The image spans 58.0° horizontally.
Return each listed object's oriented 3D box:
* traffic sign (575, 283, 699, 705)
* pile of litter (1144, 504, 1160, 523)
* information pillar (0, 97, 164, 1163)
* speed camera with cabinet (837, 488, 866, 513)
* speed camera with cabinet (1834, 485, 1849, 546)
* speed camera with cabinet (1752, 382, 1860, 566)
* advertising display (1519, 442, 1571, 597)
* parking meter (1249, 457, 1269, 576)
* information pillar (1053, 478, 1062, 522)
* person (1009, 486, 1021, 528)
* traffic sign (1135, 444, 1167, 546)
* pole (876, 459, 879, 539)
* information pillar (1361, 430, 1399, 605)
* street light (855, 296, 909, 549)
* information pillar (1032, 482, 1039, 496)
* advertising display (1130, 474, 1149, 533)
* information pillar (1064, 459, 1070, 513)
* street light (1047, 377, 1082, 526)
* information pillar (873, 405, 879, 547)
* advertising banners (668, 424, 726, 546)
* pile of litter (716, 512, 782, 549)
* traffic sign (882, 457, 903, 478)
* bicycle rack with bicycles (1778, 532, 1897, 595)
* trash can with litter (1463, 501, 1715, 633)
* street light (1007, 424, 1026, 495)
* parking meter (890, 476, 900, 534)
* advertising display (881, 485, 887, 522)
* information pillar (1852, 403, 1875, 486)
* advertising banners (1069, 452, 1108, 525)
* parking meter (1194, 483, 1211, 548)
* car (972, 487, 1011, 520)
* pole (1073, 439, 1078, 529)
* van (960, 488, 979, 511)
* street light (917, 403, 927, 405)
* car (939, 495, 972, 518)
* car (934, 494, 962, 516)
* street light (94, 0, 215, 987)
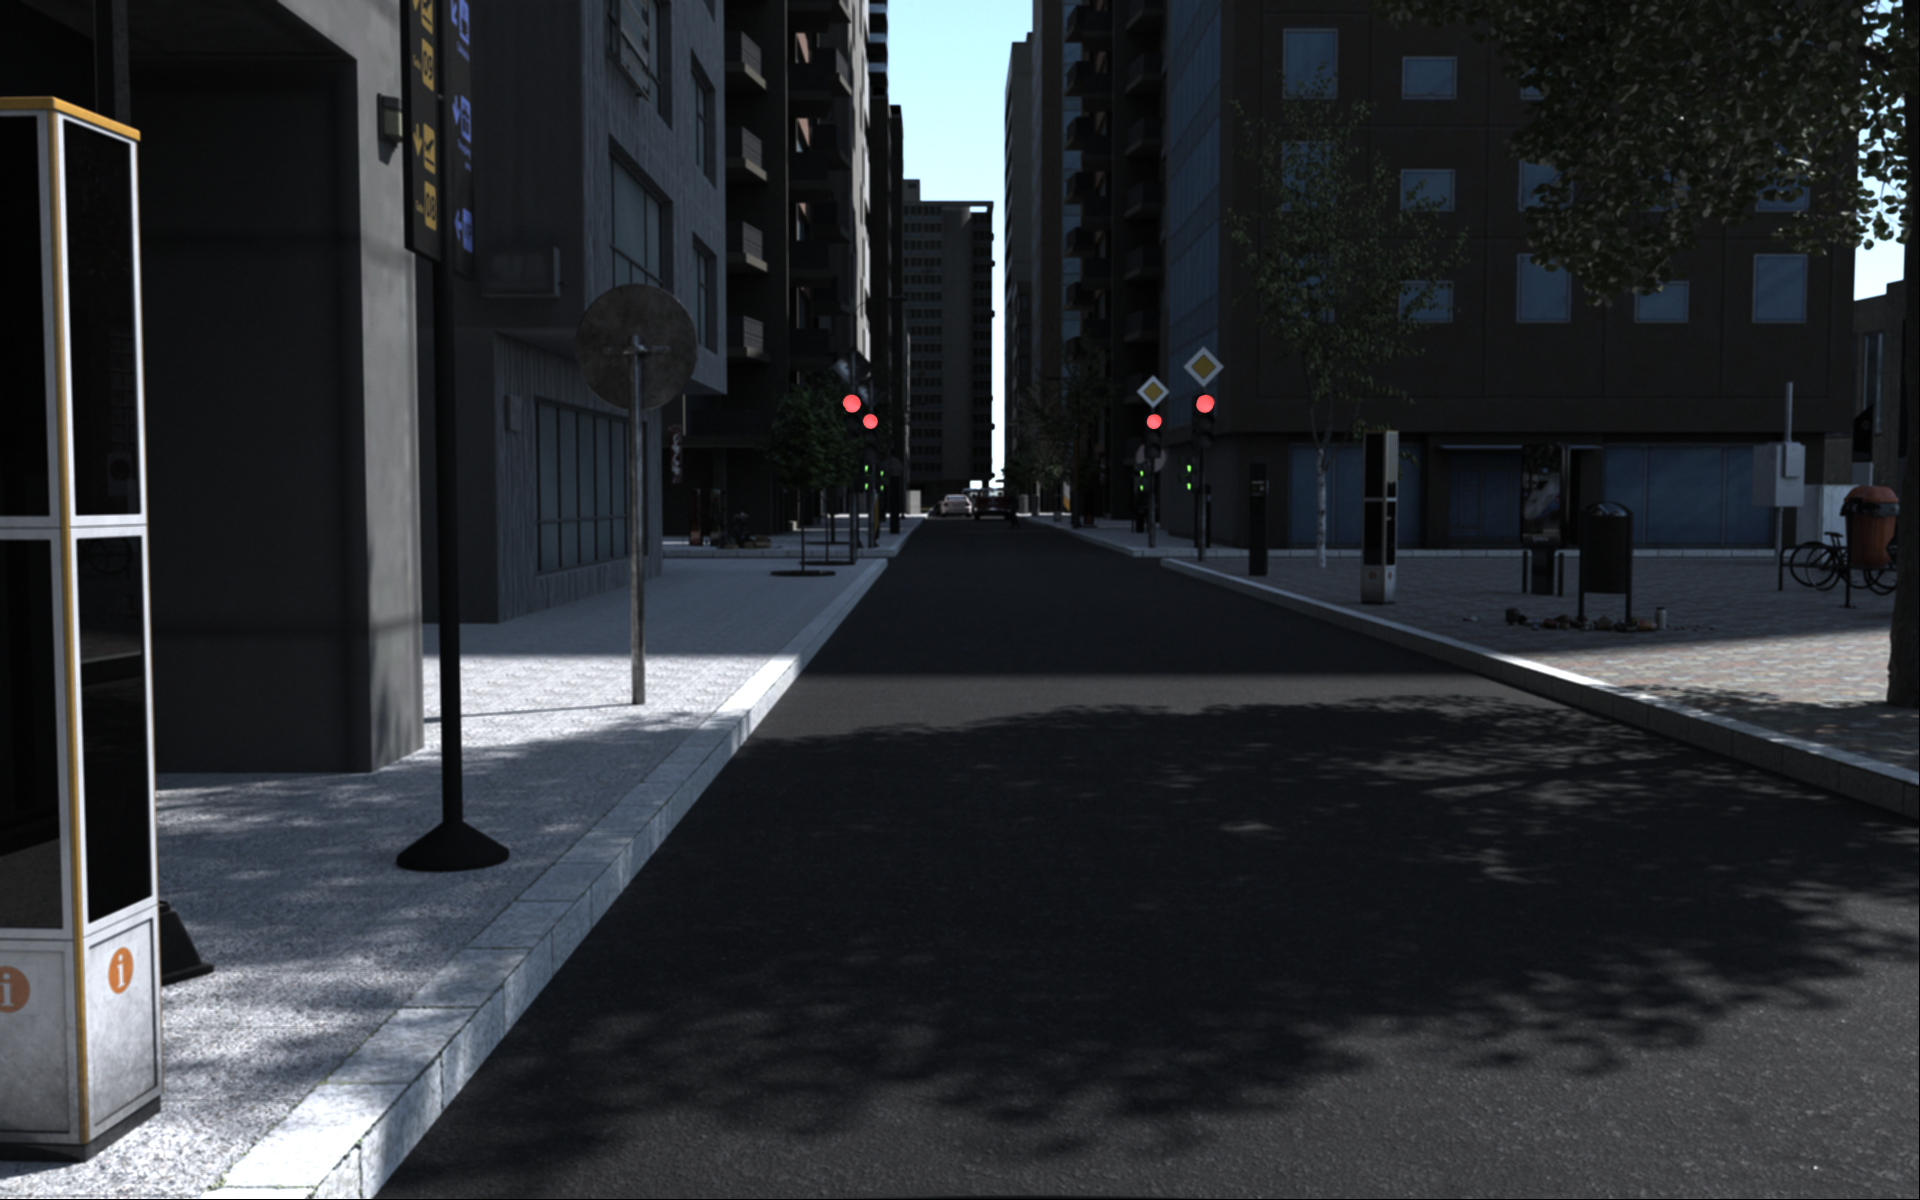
[{"bbox_3d":[-1.964,-0.636,10.501,0.768,2.556,0.104,0,4,7],"label":"traffic sign"},{"bbox_3d":[8.791,-3.924,78.127,1.719,0.858,1.176,2,4,35],"label":"pile of litter"},{"bbox_3d":[-1.812,0.066,3.410,0.304,2.012,0.304,0,4,3],"label":"information pillar"},{"bbox_3d":[-7.336,-7.450,116.143,2.038,3.252,0.660,1,4,10],"label":"speed camera with cabinet"},{"bbox_3d":[22.431,-2.908,41.878,2.038,3.252,0.660,0,4,4],"label":"speed camera with cabinet"},{"bbox_3d":[15.262,-2.255,31.203,2.038,3.252,0.660,-1,4,-21],"label":"speed camera with cabinet"},{"bbox_3d":[7.431,-1.029,22.045,0.123,1.923,0.974,-1,4,-12],"label":"advertising display"},{"bbox_3d":[4.697,-1.315,27.213,0.255,1.863,0.399,1,4,17],"label":"parking meter"},{"bbox_3d":[4.552,-4.663,80.728,0.304,2.012,0.304,-1,4,-20],"label":"information pillar"},{"bbox_3d":[2.283,-3.885,72.445,0.534,1.772,0.576,0,4,-4],"label":"person"},{"bbox_3d":[4.655,-2.583,42.340,0.768,2.556,0.104,0,4,1],"label":"traffic sign"},{"bbox_3d":[-2.414,-3.384,49.177,0.158,3.312,0.155,0,3,0],"label":"pole"},{"bbox_3d":[4.874,-0.956,20.123,0.304,2.012,0.304,3,5,41],"label":"information pillar"},{"bbox_3d":[-1.901,-4.173,40.774,1.470,5.913,1.316,0,4,0],"label":"street light"},{"bbox_3d":[4.577,-6.147,104.988,0.304,2.012,0.304,2,4,28],"label":"information pillar"},{"bbox_3d":[5.965,-3.187,57.315,0.123,1.923,0.974,3,5,40],"label":"advertising display"},{"bbox_3d":[7.066,-7.545,114.707,0.183,3.616,0.504,-3,5,-41],"label":"information pillar"},{"bbox_3d":[4.156,-5.874,68.585,1.470,5.913,1.316,0,4,0],"label":"street light"},{"bbox_3d":[-2.079,-3.094,41.946,0.183,3.616,0.504,1,4,11],"label":"information pillar"},{"bbox_3d":[-6.520,-2.851,42.809,2.074,3.025,0.090,3,5,40],"label":"advertising banners"},{"bbox_3d":[-4.972,-1.641,40.802,1.719,0.858,1.176,-2,4,-24],"label":"pile of litter"},{"bbox_3d":[-2.347,-3.639,59.601,0.768,2.556,0.104,0,4,0],"label":"traffic sign"},{"bbox_3d":[12.131,-0.575,22.789,2.852,0.926,2.925,-2,4,-25],"label":"bicycle rack with bicycles"},{"bbox_3d":[5.978,-0.352,16.816,1.678,1.210,2.233,-3,4,-37],"label":"trash can with litter"},{"bbox_3d":[3.815,-8.702,114.823,1.470,5.913,1.316,0,4,0],"label":"street light"},{"bbox_3d":[-2.110,-3.070,55.902,0.255,1.863,0.399,-1,4,-14],"label":"parking meter"},{"bbox_3d":[-3.506,-4.553,79.649,0.123,1.923,0.974,-1,4,-11],"label":"advertising display"},{"bbox_3d":[23.388,-3.274,44.887,0.183,3.616,0.504,-3,4,-36],"label":"information pillar"},{"bbox_3d":[5.365,-4.644,72.118,2.074,3.025,0.090,3,5,44],"label":"advertising banners"},{"bbox_3d":[5.754,-1.999,41.092,0.372,1.533,0.369,0,3,0],"label":"parking meter"},{"bbox_3d":[1.800,-5.353,96.199,2.281,1.827,5.304,0,4,0],"label":"car"},{"bbox_3d":[4.262,-4.275,63.734,0.158,3.312,0.155,0,3,0],"label":"pole"},{"bbox_3d":[0.730,-7.197,124.683,2.013,2.044,4.112,0,4,-2],"label":"van"},{"bbox_3d":[-2.376,-7.063,88.025,1.470,5.913,1.316,0,4,0],"label":"street light"},{"bbox_3d":[-0.255,-5.790,107.033,2.083,1.381,4.827,0,4,-2],"label":"car"},{"bbox_3d":[-0.696,-6.344,113.505,2.009,1.686,4.222,0,4,0],"label":"car"},{"bbox_3d":[-1.643,-1.950,4.423,1.470,5.913,1.316,0,4,0],"label":"street light"}]
